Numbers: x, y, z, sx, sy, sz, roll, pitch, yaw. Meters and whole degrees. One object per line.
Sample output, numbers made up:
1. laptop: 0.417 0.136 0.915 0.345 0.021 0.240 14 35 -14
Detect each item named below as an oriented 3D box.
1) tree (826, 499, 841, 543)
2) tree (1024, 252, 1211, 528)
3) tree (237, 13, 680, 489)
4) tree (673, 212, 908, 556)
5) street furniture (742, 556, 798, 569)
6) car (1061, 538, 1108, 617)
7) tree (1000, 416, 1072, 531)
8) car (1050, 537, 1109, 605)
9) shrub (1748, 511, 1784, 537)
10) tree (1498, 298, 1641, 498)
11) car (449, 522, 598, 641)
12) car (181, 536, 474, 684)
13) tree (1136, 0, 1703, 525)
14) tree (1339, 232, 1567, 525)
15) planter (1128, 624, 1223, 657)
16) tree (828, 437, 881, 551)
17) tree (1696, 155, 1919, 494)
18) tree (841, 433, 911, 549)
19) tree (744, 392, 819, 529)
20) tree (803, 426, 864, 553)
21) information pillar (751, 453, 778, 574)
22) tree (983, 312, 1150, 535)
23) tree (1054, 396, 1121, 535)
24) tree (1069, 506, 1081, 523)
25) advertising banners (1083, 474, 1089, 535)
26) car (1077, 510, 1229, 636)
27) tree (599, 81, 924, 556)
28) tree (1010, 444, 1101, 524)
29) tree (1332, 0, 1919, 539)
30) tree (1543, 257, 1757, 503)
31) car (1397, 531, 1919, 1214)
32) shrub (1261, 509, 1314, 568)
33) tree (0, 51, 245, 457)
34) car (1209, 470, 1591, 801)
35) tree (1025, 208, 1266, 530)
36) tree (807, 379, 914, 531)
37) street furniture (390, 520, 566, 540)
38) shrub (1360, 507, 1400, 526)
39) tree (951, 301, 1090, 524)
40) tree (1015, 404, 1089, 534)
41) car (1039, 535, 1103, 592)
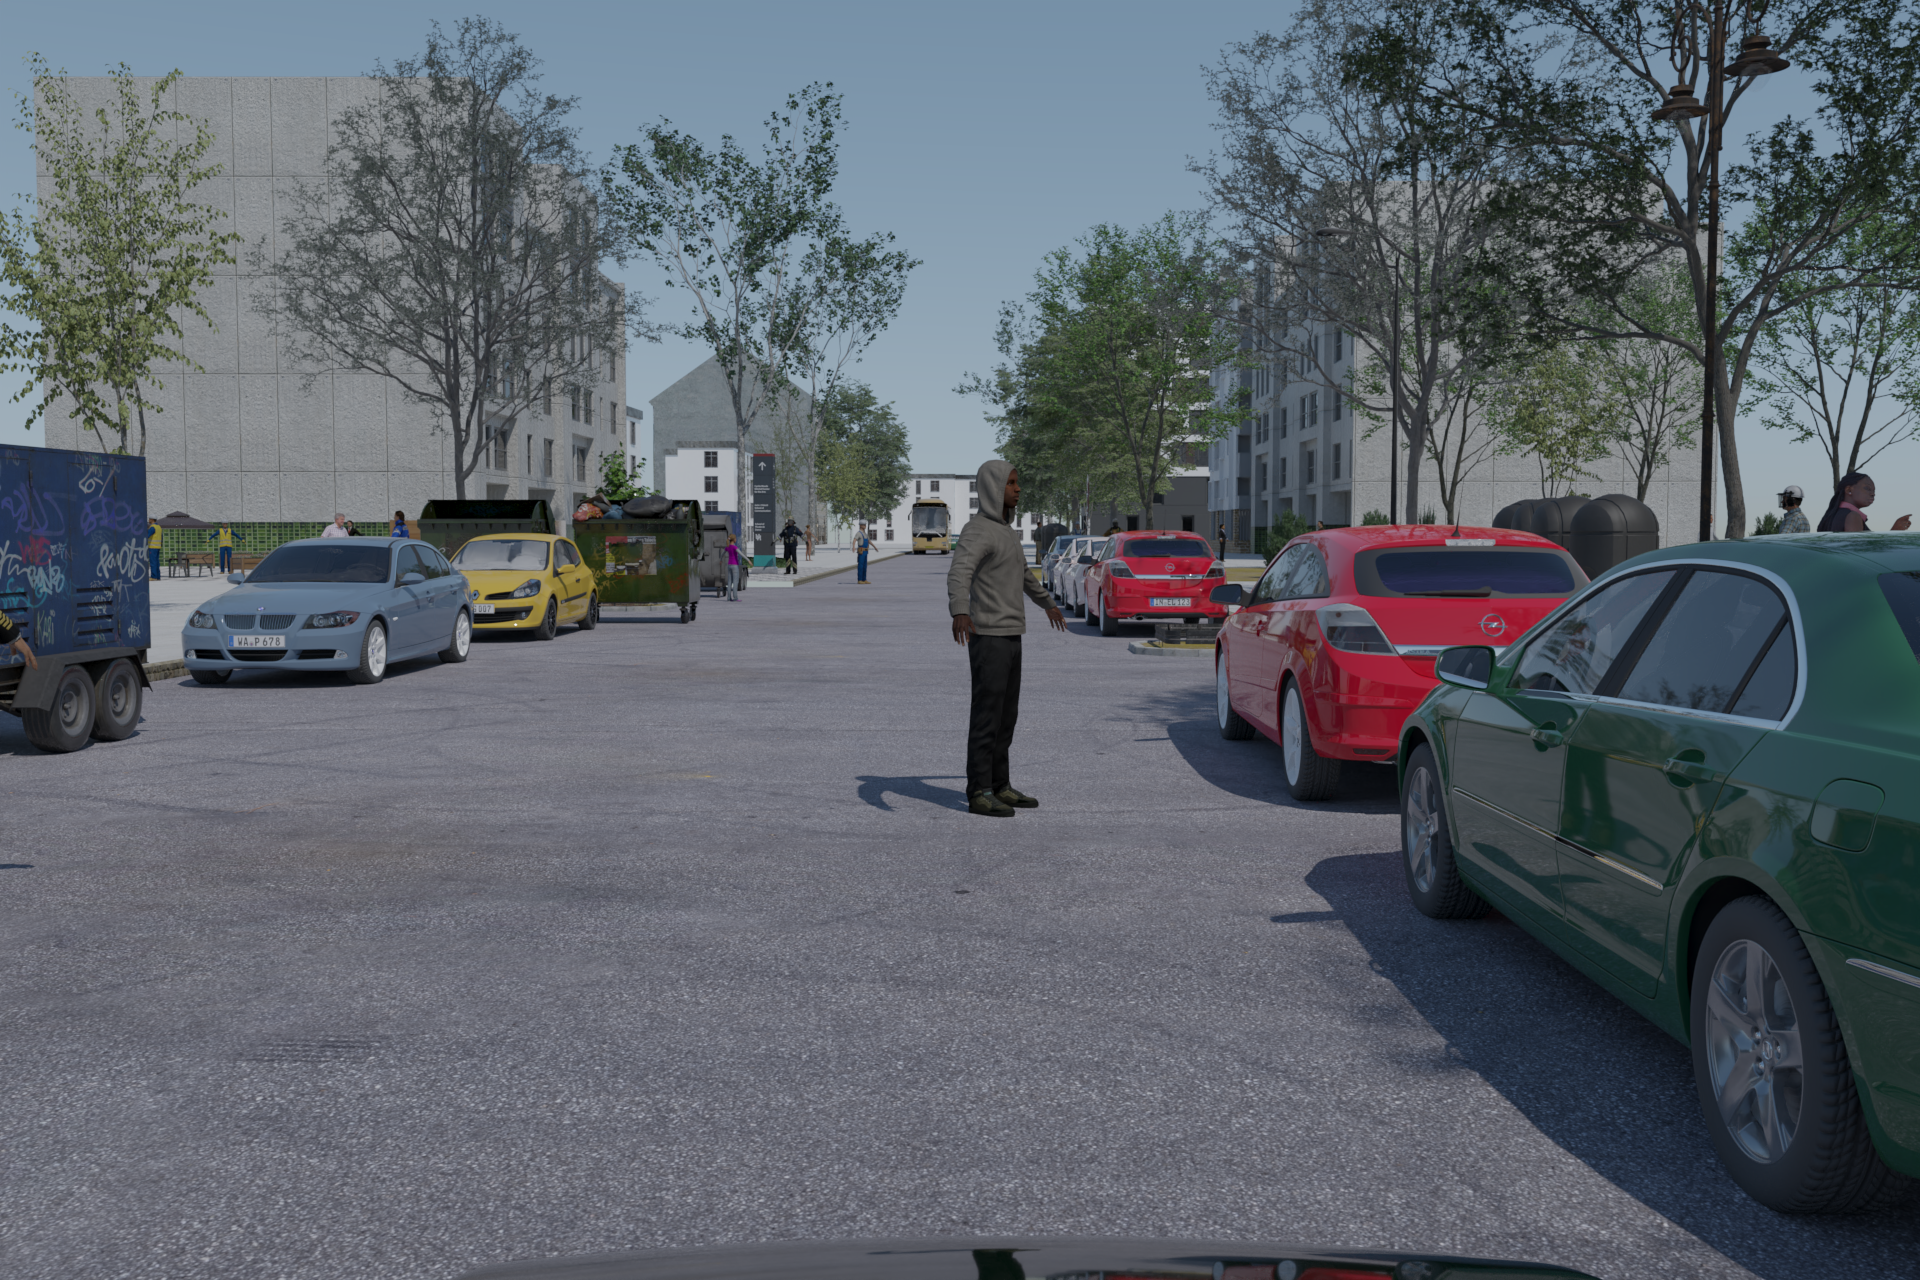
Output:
1. tree: -17.108 -17.775 240.985 4.360 8.622 3.978 0 3 0
2. tree: 6.290 -9.323 70.559 7.486 12.596 7.792 0 3 0
3. tree: -11.692 -7.969 40.663 12.009 13.543 11.850 0 3 0
4. tree: -10.180 -15.102 102.804 12.611 20.169 13.585 0 3 0
5. street furniture: -11.128 -3.080 65.981 5.734 0.657 10.072 -3 5 -44
6. car: 2.897 -1.155 31.248 2.083 1.381 4.827 0 3 0
7. tree: 6.823 -14.373 153.132 7.486 12.596 7.792 0 3 0
8. car: 2.957 -1.458 36.195 2.083 1.381 4.827 0 3 0
9. shrub: 25.976 -3.124 55.503 1.690 2.028 1.600 0 3 0
10. tree: 17.705 -6.185 51.495 4.737 8.622 4.395 0 3 0
11. car: -6.326 -0.874 24.522 2.015 1.641 3.980 0 4 0
12. car: -6.418 -0.371 18.069 2.014 1.417 4.499 0 4 1
13. tree: 9.009 -7.571 34.162 12.009 13.543 11.850 0 3 0
14. tree: 16.966 -8.213 60.043 9.928 11.665 9.643 0 3 0
15. planter: 3.082 0.001 21.128 1.991 0.319 1.994 0 4 0
16. tree: -8.225 -11.100 131.853 4.737 8.622 4.395 0 3 0
17. tree: 24.479 -7.466 47.821 9.928 11.665 9.643 0 3 0
18. tree: -7.819 -13.358 152.811 7.601 10.594 8.767 -1 4 -16
19. tree: -8.679 -8.483 89.063 4.360 8.622 3.978 0 3 0
20. tree: -8.364 -10.225 117.537 4.737 8.622 4.395 0 3 0
21. information pillar: -6.312 -4.069 55.908 0.750 3.857 0.750 0 4 3
22. tree: 6.440 -11.678 97.594 9.857 13.997 8.962 0 3 0
23. tree: 6.469 -8.410 87.861 4.360 8.622 3.978 0 3 0
24. tree: 15.970 -17.843 242.097 4.737 8.622 4.395 0 3 0
25. advertising banners: 3.741 -3.381 51.469 0.090 3.025 2.074 0 4 1
26. car: 2.858 -1.024 25.778 2.155 1.783 4.494 0 4 0
27. tree: -7.721 -13.188 71.518 12.611 20.169 13.585 0 3 0
28. tree: 7.191 -11.660 125.061 8.767 10.594 7.601 -1 4 -20
29. tree: 8.827 -5.219 19.751 8.767 10.594 7.601 -1 4 -15
30. tree: 25.547 -8.486 64.497 9.928 11.665 9.643 0 3 0
31. car: 2.616 0.411 5.071 2.131 1.459 4.920 0 4 1
32. shrub: 9.604 -2.838 50.442 1.661 2.075 1.752 0 3 0
33. tree: -12.911 -4.640 26.231 4.737 8.622 4.395 0 3 0
34. car: 2.691 -0.106 10.773 2.155 1.783 4.494 0 4 1
35. tree: 6.111 -8.011 56.730 9.928 11.665 9.643 0 3 0
36. tree: -7.950 -14.358 141.416 9.857 13.997 8.962 0 3 0
37. street furniture: -13.868 -2.923 54.638 9.812 1.723 11.010 0 4 5
38. shrub: 11.523 -2.679 48.215 1.690 2.028 1.600 0 3 0
39. tree: 6.092 -17.454 141.269 12.611 20.169 13.585 0 3 0
40. tree: 7.230 -11.462 113.152 9.928 11.665 9.643 0 3 0
41. car: 3.055 -1.985 44.465 2.014 1.417 4.499 0 4 -1
